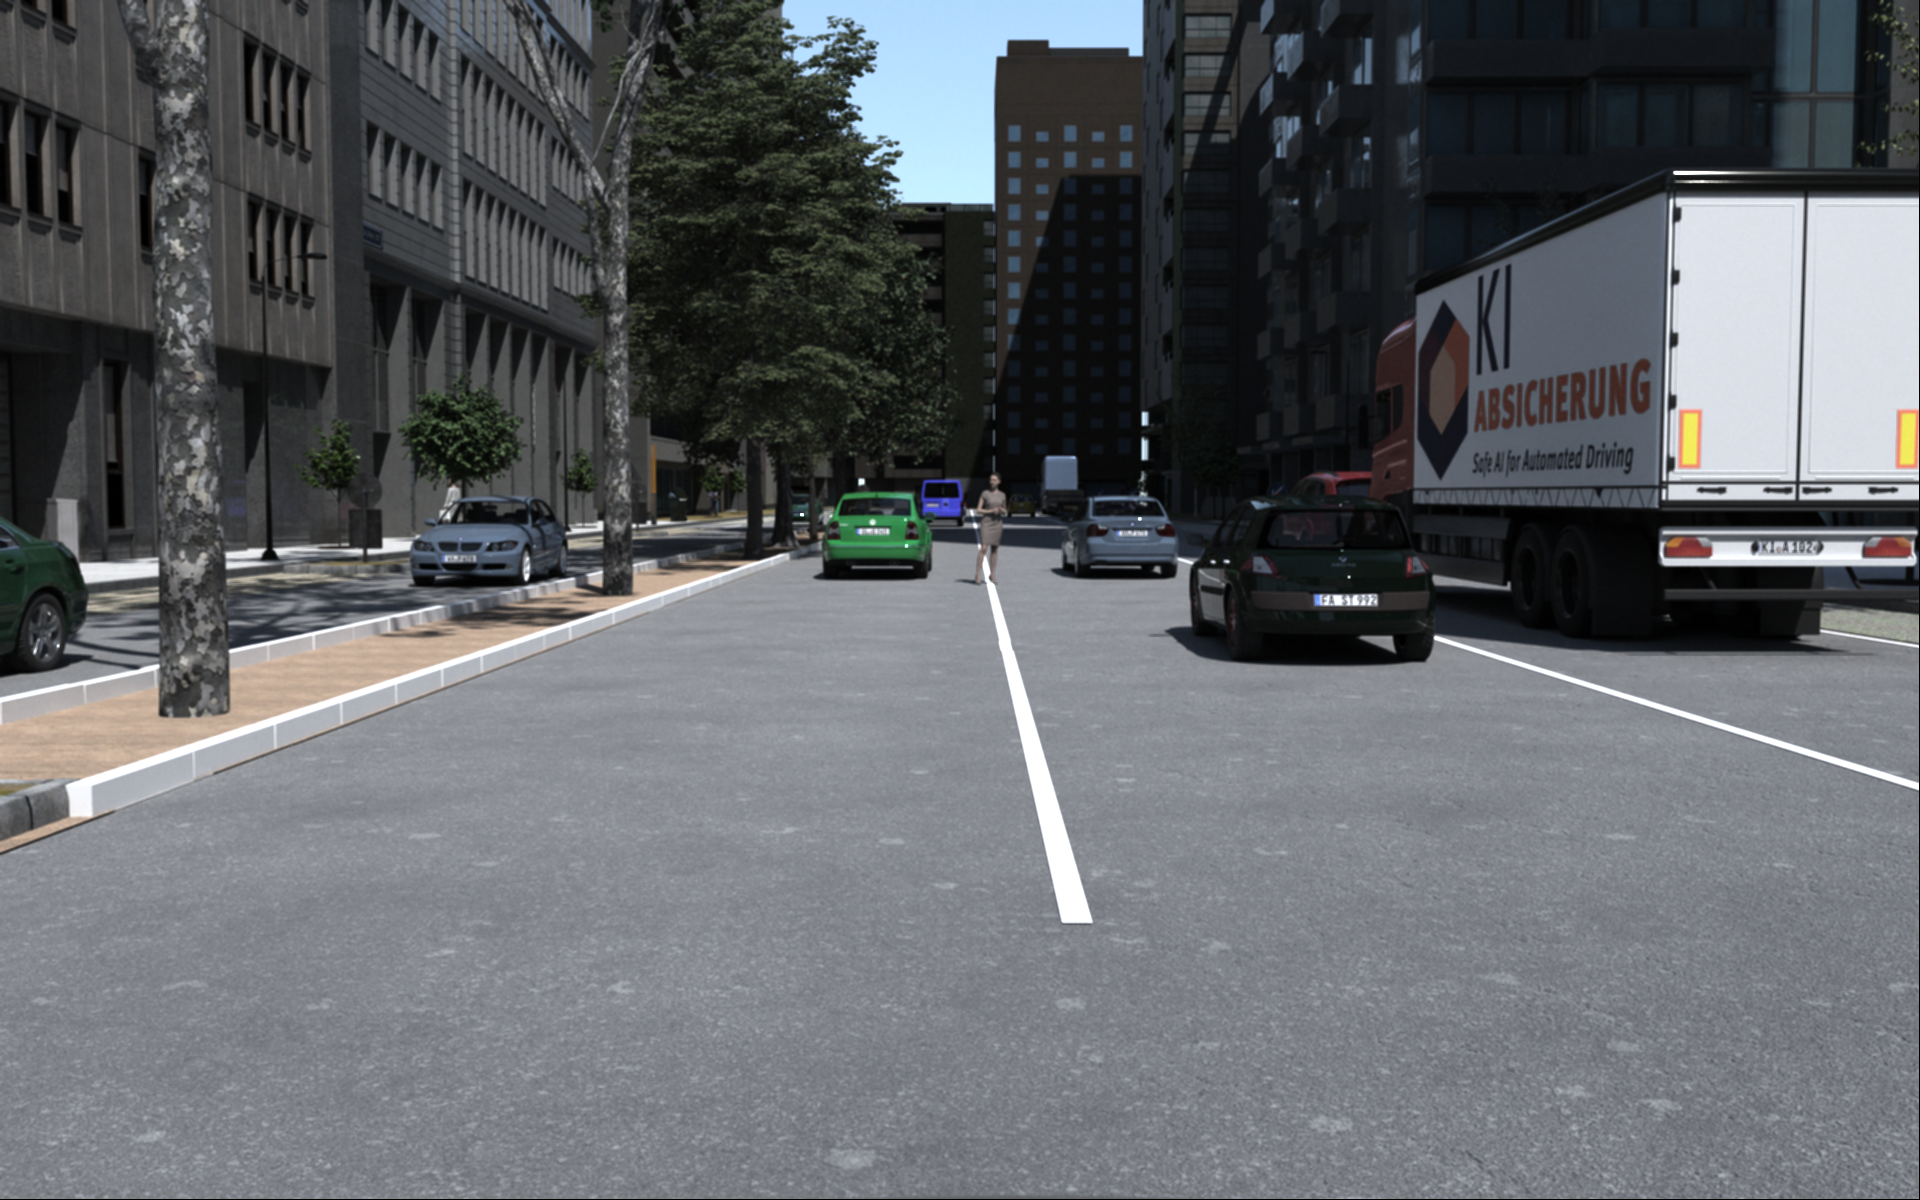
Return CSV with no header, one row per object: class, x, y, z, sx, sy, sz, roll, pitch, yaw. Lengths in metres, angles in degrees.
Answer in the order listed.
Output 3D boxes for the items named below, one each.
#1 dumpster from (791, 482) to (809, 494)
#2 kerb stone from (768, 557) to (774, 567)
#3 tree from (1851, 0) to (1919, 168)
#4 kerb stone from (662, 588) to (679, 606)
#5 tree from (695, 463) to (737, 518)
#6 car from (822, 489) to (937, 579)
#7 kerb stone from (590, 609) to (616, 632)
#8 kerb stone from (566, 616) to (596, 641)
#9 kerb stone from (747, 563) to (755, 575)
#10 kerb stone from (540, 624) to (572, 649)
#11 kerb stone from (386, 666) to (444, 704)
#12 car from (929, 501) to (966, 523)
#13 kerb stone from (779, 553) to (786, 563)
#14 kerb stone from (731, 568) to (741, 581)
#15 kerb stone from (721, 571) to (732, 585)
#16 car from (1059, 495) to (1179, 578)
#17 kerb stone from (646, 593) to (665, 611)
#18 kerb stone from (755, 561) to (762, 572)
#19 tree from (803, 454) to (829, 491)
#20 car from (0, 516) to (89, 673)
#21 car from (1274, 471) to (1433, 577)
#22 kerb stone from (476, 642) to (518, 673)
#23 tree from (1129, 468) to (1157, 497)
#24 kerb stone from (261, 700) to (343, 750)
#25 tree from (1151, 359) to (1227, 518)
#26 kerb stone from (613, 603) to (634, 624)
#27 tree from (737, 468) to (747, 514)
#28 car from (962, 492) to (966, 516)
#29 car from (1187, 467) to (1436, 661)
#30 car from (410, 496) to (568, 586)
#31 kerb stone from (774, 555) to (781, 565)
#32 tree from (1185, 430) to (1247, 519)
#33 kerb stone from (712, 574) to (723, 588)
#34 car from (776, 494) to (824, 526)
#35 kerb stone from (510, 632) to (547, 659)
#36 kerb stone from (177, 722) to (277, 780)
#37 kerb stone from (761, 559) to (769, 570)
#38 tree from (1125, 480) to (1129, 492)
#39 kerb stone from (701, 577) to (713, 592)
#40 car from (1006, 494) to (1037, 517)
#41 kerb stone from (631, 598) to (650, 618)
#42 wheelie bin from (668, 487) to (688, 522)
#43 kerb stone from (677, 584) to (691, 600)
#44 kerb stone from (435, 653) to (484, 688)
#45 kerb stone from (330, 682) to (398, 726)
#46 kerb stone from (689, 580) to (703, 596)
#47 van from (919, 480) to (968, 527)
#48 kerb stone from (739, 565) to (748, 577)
dumpster,-10.920,-6.830,116.616,1.985,2.255,1.502,0,4,2
kerb stone,-3.783,-0.707,33.754,0.120,0.150,1.000,0,4,0
tree,12.341,-4.216,19.300,4.737,8.622,4.395,0,3,0
kerb stone,-3.828,-0.017,22.477,0.120,0.150,1.000,0,4,0
tree,-13.368,-6.083,94.058,1.663,3.219,1.824,0,3,0
car,-1.412,-1.344,30.770,1.959,1.807,4.718,0,4,1
kerb stone,-3.844,0.234,18.382,0.120,0.150,1.000,0,4,0
kerb stone,-3.846,0.296,17.359,0.120,0.150,1.000,0,4,0
kerb stone,-3.793,-0.518,30.684,0.120,0.150,1.000,0,4,0
kerb stone,-3.857,0.358,16.337,0.120,0.150,1.000,0,4,0
kerb stone,-3.869,0.610,12.219,0.120,0.150,1.000,0,4,0
car,-0.760,-4.769,87.009,2.155,1.783,4.494,0,4,-2
kerb stone,-3.768,-0.831,35.805,0.120,0.150,1.000,0,4,0
kerb stone,-3.798,-0.392,28.640,0.120,0.150,1.000,0,4,0
kerb stone,-3.803,-0.330,27.613,0.120,0.150,1.000,0,4,0
car,2.823,-1.164,31.038,2.014,1.417,4.499,0,4,-1
kerb stone,-3.835,0.045,21.455,0.120,0.150,1.000,0,4,0
kerb stone,-3.787,-0.580,31.707,0.120,0.150,1.000,0,4,0
tree,-12.697,-11.915,145.175,4.737,8.622,4.395,0,3,0
car,-8.303,-0.050,12.612,2.131,1.459,4.920,0,4,2
car,6.556,-1.272,29.470,2.281,1.827,5.304,0,4,-1
kerb stone,-3.857,0.484,14.277,0.120,0.150,1.000,0,4,0
tree,13.326,-7.807,122.239,1.663,3.219,1.824,0,3,0
kerb stone,-3.879,0.735,10.174,0.120,0.150,1.000,0,4,0
tree,12.570,-8.774,93.816,4.737,8.622,4.395,0,3,0
kerb stone,-3.835,0.172,19.410,0.120,0.150,1.000,0,4,0
tree,-14.276,-7.133,111.230,1.663,3.219,1.824,0,3,0
car,-0.602,-6.502,114.985,2.281,1.827,5.304,0,4,0
car,3.199,-0.397,16.273,2.009,1.686,4.222,0,4,1
car,-7.659,-1.011,28.538,2.014,1.417,4.499,0,4,-1
kerb stone,-3.768,-0.770,34.781,0.120,0.150,1.000,0,4,0
tree,13.126,-6.423,88.727,4.285,4.588,4.351,0,3,0
kerb stone,-3.809,-0.266,26.583,0.120,0.150,1.000,0,4,0
car,-7.161,-4.047,77.960,2.131,1.459,4.920,0,4,0
kerb stone,-3.860,0.423,15.309,0.120,0.150,1.000,0,4,0
kerb stone,-3.882,0.798,9.152,0.120,0.150,1.000,0,4,0
kerb stone,-3.783,-0.643,32.729,0.120,0.150,1.000,0,4,0
tree,13.651,-8.574,134.791,1.663,3.219,1.824,0,3,0
kerb stone,-3.816,-0.205,25.550,0.120,0.150,1.000,0,4,0
car,3.831,-6.020,108.653,2.015,1.641,3.980,0,4,0
kerb stone,-3.834,0.108,20.432,0.120,0.150,1.000,0,4,0
wheelie bin,-13.091,-4.422,80.200,0.693,1.594,0.980,2,4,33
kerb stone,-3.826,-0.080,23.504,0.120,0.150,1.000,0,4,0
kerb stone,-3.863,0.547,13.246,0.120,0.150,1.000,0,4,0
kerb stone,-3.874,0.673,11.197,0.120,0.150,1.000,0,4,0
kerb stone,-3.815,-0.143,24.528,0.120,0.150,1.000,0,4,0
van,-0.769,-4.480,77.640,2.240,2.365,5.245,0,4,1
kerb stone,-3.797,-0.457,29.662,0.120,0.150,1.000,0,4,0
